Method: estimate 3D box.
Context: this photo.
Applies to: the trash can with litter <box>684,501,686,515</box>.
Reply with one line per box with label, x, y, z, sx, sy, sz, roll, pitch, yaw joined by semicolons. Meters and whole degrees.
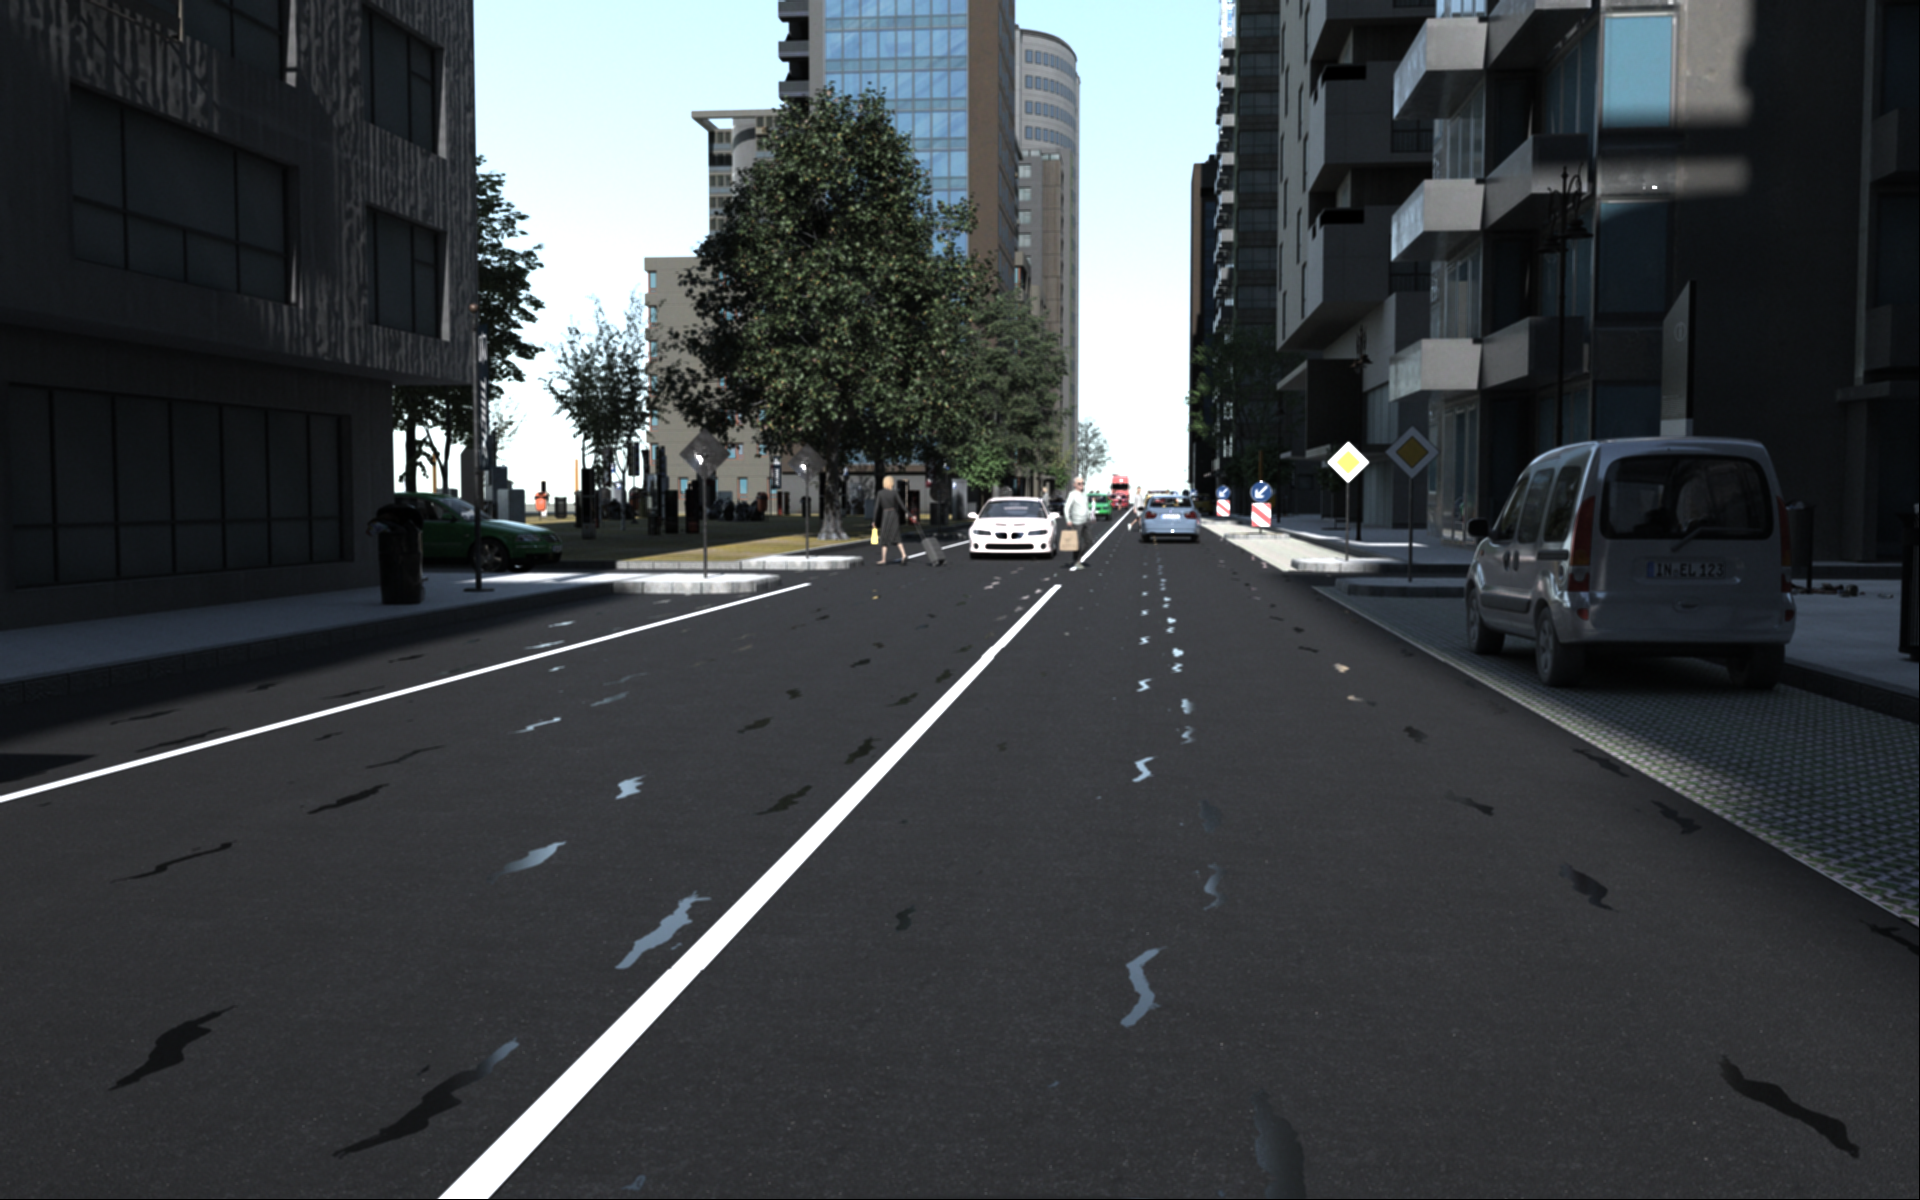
trash can with litter;-16.454;-5.822;106.573;1.055;1.170;0.624;2;4;29

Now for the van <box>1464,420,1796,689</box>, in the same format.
van;5.269;-0.432;14.082;2.013;2.044;4.112;0;4;5

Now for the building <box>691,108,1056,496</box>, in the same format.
building;-7.096;-29.005;166.114;32.217;40.220;23.993;0;4;6

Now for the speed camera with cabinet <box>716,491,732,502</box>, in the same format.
speed camera with cabinet;-14.167;-6.483;100.336;2.038;3.252;0.660;-3;5;-44

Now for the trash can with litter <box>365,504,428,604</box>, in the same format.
trash can with litter;-6.630;-0.555;20.456;0.624;1.170;1.055;-1;4;-12

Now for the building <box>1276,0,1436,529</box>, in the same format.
building;28.347;-29.679;74.484;28.713;52.752;27.495;0;4;6

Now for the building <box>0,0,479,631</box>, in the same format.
building;-14.332;-20.635;20.970;14.086;41.232;14.154;0;4;6

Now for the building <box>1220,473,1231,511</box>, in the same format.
building;37.462;-27.297;138.187;32.217;40.220;23.993;0;4;6

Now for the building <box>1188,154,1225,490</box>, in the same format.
building;37.329;-35.334;227.825;14.600;45.320;14.200;0;4;6

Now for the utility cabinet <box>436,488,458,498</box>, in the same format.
utility cabinet;-19.758;-3.555;66.802;0.318;1.500;1.173;-3;5;-44

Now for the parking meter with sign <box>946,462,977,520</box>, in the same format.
parking meter with sign;0.012;-5.451;85.385;1.738;3.016;0.543;-3;4;-37

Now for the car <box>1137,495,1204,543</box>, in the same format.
car;6.326;-2.449;52.044;2.014;1.417;4.499;0;4;7

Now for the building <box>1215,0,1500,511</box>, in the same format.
building;35.884;-33.418;166.000;23.786;49.044;30.456;0;4;6

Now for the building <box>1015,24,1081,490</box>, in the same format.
building;4.114;-41.491;220.382;21.231;58.520;28.212;0;4;6

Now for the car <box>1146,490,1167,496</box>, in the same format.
car;18.488;-9.368;161.838;2.281;1.827;5.304;0;4;6

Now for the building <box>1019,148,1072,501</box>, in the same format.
building;5.561;-31.555;199.525;14.154;41.232;14.086;0;4;6

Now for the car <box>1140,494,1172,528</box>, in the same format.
car;8.412;-3.828;72.818;2.015;1.641;3.980;0;4;5

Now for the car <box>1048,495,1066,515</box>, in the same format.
car;6.387;-6.540;119.505;1.945;1.354;3.894;0;4;6

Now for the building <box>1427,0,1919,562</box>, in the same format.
building;25.850;-25.722;40.163;30.456;49.044;23.786;0;4;6

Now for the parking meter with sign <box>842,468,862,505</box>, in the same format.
parking meter with sign;-6.659;-6.972;110.249;1.738;3.016;0.543;2;4;33

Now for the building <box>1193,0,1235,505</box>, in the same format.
building;39.382;-54.495;203.661;22.319;86.520;31.000;0;4;6

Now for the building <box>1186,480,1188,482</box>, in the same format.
building;44.815;-38.515;249.324;23.786;49.044;30.456;0;4;6

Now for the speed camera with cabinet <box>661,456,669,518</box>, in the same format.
speed camera with cabinet;-15.302;-5.835;89.742;0.660;3.252;2.038;0;4;1

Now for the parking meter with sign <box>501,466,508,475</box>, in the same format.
parking meter with sign;-28.331;-6.782;107.146;0.543;3.016;1.738;-1;4;-9

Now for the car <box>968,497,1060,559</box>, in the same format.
car;1.259;-1.673;39.708;2.083;1.381;4.827;0;4;5

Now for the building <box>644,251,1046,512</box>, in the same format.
building;-7.722;-18.003;139.385;27.650;21.520;28.899;0;4;6

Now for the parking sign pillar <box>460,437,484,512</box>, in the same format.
parking sign pillar;-22.058;-5.494;78.307;1.447;3.967;1.447;3;5;44

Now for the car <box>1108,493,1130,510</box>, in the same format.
car;14.806;-9.348;161.872;2.155;1.783;4.494;0;4;5

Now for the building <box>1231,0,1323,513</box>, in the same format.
building;26.023;-26.708;120.268;14.154;41.232;14.086;0;4;6

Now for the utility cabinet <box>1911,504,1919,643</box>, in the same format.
utility cabinet;8.760;-0.227;14.872;1.020;1.237;0.306;0;4;2

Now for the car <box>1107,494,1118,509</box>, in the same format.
car;14.675;-9.661;169.952;2.014;1.417;4.499;0;4;7

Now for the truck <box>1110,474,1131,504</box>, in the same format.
truck;22.496;-15.517;242.613;2.839;4.237;11.283;0;4;6

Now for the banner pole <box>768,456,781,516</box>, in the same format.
banner pole;-10.839;-6.798;101.156;0.863;3.779;0.401;-1;4;-13

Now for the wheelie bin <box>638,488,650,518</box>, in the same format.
wheelie bin;-17.042;-5.250;93.742;0.980;1.594;0.693;-1;4;-20

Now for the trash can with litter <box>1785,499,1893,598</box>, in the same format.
trash can with litter;10.967;-0.689;22.318;1.678;1.210;2.233;-1;4;-14

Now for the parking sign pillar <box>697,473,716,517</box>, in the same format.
parking sign pillar;-14.044;-6.568;95.852;1.447;3.967;1.447;-3;5;-42

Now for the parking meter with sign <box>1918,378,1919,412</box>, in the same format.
parking meter with sign;14.244;-1.725;24.462;0.543;3.016;1.738;0;4;1

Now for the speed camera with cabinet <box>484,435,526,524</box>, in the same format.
speed camera with cabinet;-15.053;-3.848;57.256;0.660;3.252;2.038;-3;4;-38

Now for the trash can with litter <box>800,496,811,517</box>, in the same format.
trash can with litter;-8.550;-5.172;95.956;0.624;1.170;1.055;0;4;-1

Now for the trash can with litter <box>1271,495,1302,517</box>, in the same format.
trash can with litter;18.581;-5.362;98.734;1.678;1.210;2.233;0;4;7

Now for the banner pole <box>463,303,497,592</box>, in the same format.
banner pole;-6.259;-1.995;22.634;0.401;3.779;0.863;-2;4;-31

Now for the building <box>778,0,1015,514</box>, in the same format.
building;-3.727;-28.521;116.428;14.600;45.320;14.200;0;4;6

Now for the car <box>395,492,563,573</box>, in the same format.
car;-9.464;-1.350;30.869;4.718;1.807;1.959;0;4;5

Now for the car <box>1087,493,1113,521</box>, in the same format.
car;7.380;-5.255;94.714;1.959;1.807;4.718;0;4;6

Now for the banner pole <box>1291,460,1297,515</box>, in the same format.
banner pole;20.298;-7.038;105.080;0.401;3.779;0.863;-1;4;-20

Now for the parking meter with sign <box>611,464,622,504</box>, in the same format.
parking meter with sign;-19.027;-6.085;95.743;0.543;3.016;1.738;-2;4;-29
